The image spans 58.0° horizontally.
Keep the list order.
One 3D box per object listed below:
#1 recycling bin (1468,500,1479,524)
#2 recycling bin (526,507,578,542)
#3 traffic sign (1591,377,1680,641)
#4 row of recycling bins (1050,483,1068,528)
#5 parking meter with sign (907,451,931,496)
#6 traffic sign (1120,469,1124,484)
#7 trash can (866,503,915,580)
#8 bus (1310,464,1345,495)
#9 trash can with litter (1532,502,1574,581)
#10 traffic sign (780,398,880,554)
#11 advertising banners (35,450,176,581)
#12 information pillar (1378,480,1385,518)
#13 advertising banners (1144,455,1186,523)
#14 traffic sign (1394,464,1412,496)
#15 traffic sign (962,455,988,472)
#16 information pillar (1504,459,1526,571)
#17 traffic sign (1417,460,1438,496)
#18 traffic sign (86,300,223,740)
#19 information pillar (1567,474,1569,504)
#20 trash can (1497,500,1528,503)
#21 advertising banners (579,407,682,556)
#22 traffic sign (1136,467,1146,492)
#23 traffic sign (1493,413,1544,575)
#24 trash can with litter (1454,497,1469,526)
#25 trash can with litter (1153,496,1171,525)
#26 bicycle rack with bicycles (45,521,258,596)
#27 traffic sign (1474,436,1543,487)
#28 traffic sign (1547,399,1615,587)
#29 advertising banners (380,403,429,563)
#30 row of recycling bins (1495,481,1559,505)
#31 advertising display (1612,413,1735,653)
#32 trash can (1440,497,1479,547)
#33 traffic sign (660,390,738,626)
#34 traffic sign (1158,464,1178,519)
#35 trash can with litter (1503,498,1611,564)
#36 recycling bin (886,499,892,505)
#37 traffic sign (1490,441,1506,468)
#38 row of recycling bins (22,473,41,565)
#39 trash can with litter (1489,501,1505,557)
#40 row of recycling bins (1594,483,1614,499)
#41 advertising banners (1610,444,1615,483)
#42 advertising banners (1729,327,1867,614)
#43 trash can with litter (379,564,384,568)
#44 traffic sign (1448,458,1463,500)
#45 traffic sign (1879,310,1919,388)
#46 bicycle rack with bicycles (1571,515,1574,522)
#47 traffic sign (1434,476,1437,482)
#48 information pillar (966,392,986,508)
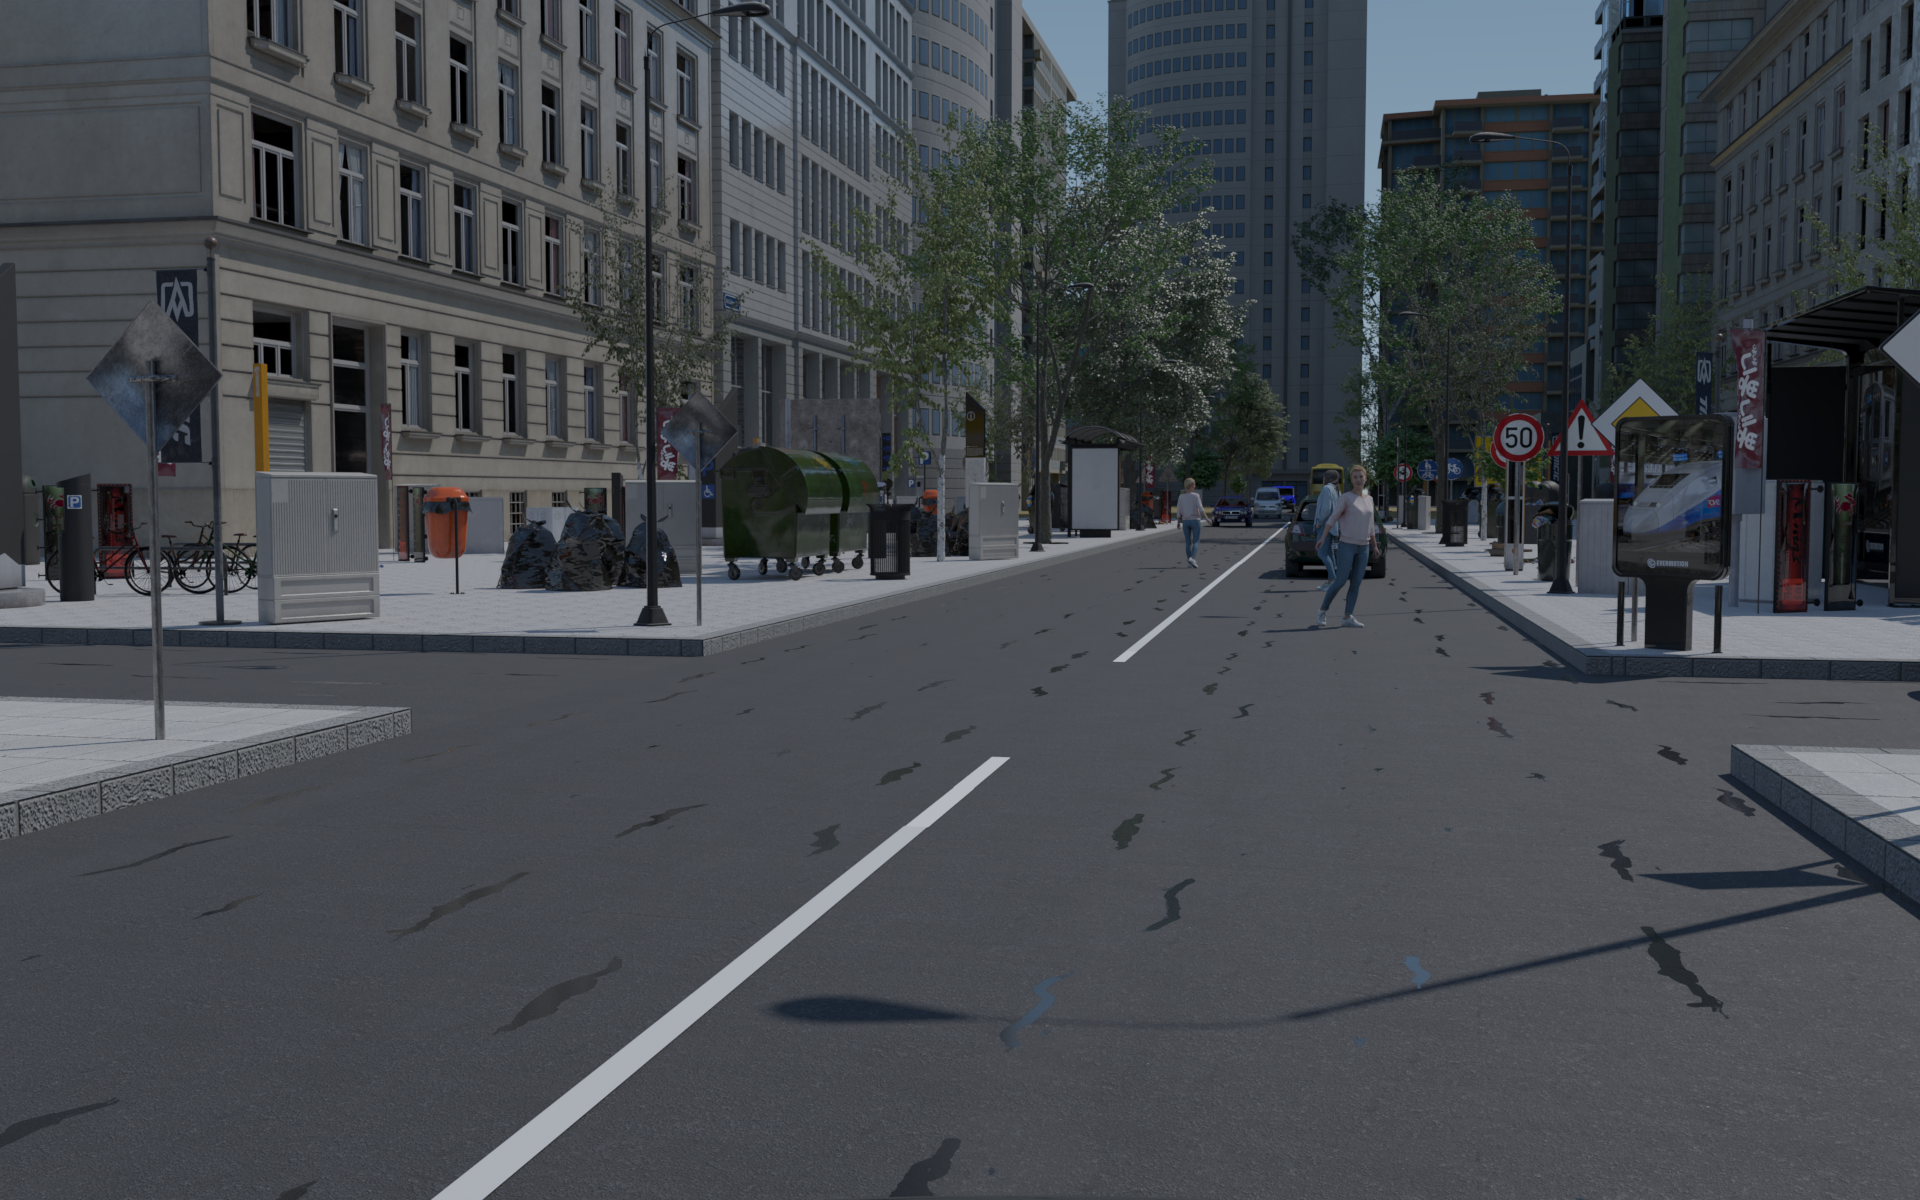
[{"bbox_3d":[22.027,-3.802,74.714,0.722,1.027,0.722,1,4,18],"label":"recycling bin"},{"bbox_3d":[-7.807,-1.263,33.197,0.722,1.027,0.722,3,4,36],"label":"recycling bin"},{"bbox_3d":[5.870,-0.696,15.028,0.795,2.450,0.064,1,4,12],"label":"traffic sign"},{"bbox_3d":[3.933,-3.914,71.110,1.069,1.692,3.534,0,4,7],"label":"row of recycling bins"},{"bbox_3d":[-1.829,-4.498,69.802,0.543,3.016,1.738,2,4,28],"label":"parking meter with sign"},{"bbox_3d":[7.985,-5.304,86.833,0.768,2.556,0.104,1,4,16],"label":"traffic sign"},{"bbox_3d":[-1.051,-0.881,26.058,0.748,1.137,0.748,0,3,0],"label":"trash can"},{"bbox_3d":[29.710,-9.093,140.219,2.896,3.916,12.252,1,4,12],"label":"bus"},{"bbox_3d":[8.766,-0.880,25.781,0.624,1.170,1.055,1,4,10],"label":"trash can with litter"},{"bbox_3d":[-2.802,-2.642,37.069,2.265,3.308,0.079,1,4,16],"label":"traffic sign"},{"bbox_3d":[-12.788,-1.831,26.121,2.074,3.025,0.090,-3,4,-38],"label":"advertising banners"},{"bbox_3d":[20.882,-4.972,85.782,0.304,2.012,0.304,2,4,25],"label":"information pillar"},{"bbox_3d":[9.127,-4.913,76.511,2.074,3.025,0.090,0,4,3],"label":"advertising banners"},{"bbox_3d":[18.557,-4.433,72.591,0.768,2.556,0.104,1,4,16],"label":"traffic sign"},{"bbox_3d":[0.421,-3.070,50.296,0.768,2.556,0.104,1,4,18],"label":"traffic sign"},{"bbox_3d":[9.257,-1.493,28.904,0.304,2.012,0.304,1,4,15],"label":"information pillar"},{"bbox_3d":[17.270,-3.905,63.953,0.768,2.556,0.104,1,4,17],"label":"traffic sign"},{"bbox_3d":[-4.181,-0.327,8.996,0.795,2.450,0.064,1,4,12],"label":"traffic sign"},{"bbox_3d":[21.983,-3.581,63.036,0.304,2.012,0.304,1,4,11],"label":"information pillar"},{"bbox_3d":[13.858,-1.947,43.481,0.748,1.137,0.748,0,3,0],"label":"trash can"},{"bbox_3d":[-6.610,-2.365,34.848,2.074,3.025,0.090,0,4,-1],"label":"advertising banners"},{"bbox_3d":[8.721,-5.012,81.949,0.884,2.594,0.081,1,4,21],"label":"traffic sign"},{"bbox_3d":[8.803,-1.666,27.353,0.768,2.556,0.104,1,4,13],"label":"traffic sign"},{"bbox_3d":[19.920,-3.541,69.289,0.624,1.170,1.055,0,4,-8],"label":"trash can with litter"},{"bbox_3d":[8.061,-3.812,73.387,1.678,1.210,2.233,-3,4,-38],"label":"trash can with litter"},{"bbox_3d":[-9.923,-0.569,22.678,2.925,0.926,2.852,0,4,7],"label":"bicycle rack with bicycles"},{"bbox_3d":[19.011,-4.049,60.071,2.265,3.308,0.079,1,4,18],"label":"traffic sign"},{"bbox_3d":[8.550,-1.462,23.900,0.884,2.594,0.081,1,4,15],"label":"traffic sign"},{"bbox_3d":[-10.613,-2.252,33.005,0.090,3.025,2.074,-3,5,-40],"label":"advertising banners"},{"bbox_3d":[18.066,-2.953,55.399,1.069,1.692,3.534,-1,4,-13],"label":"row of recycling bins"},{"bbox_3d":[5.846,-0.552,14.245,0.123,1.923,0.974,-3,4,-39],"label":"advertising display"},{"bbox_3d":[12.101,-1.876,42.326,0.748,1.137,0.748,0,3,0],"label":"trash can"},{"bbox_3d":[-2.537,-0.805,16.811,0.795,2.450,0.064,1,4,12],"label":"traffic sign"},{"bbox_3d":[8.965,-4.573,74.774,0.884,2.594,0.081,1,4,17],"label":"traffic sign"},{"bbox_3d":[11.108,-1.301,32.330,2.233,1.210,1.678,0,4,1],"label":"trash can with litter"},{"bbox_3d":[-3.644,-4.213,81.444,0.722,1.027,0.722,2,4,25],"label":"recycling bin"},{"bbox_3d":[11.003,-2.115,34.684,0.768,2.556,0.104,1,4,17],"label":"traffic sign"},{"bbox_3d":[-17.553,-1.400,30.002,1.069,1.692,3.534,1,4,16],"label":"row of recycling bins"},{"bbox_3d":[11.317,-1.489,35.736,0.624,1.170,1.055,2,4,33],"label":"trash can with litter"},{"bbox_3d":[24.367,-3.467,63.794,3.534,1.692,1.069,-3,5,-44],"label":"row of recycling bins"},{"bbox_3d":[17.032,-2.857,42.896,2.074,3.025,0.090,0,4,5],"label":"advertising banners"},{"bbox_3d":[9.007,-1.374,18.649,2.074,3.025,0.090,-2,4,-24],"label":"advertising banners"},{"bbox_3d":[-10.807,-1.146,29.790,1.678,1.210,2.233,-1,4,-15],"label":"trash can with litter"},{"bbox_3d":[17.392,-3.744,61.312,0.768,2.556,0.104,1,4,13],"label":"traffic sign"},{"bbox_3d":[4.225,-0.218,7.213,0.795,2.450,0.064,1,4,12],"label":"traffic sign"},{"bbox_3d":[25.076,-3.834,76.062,2.852,0.926,2.925,-1,4,-19],"label":"bicycle rack with bicycles"},{"bbox_3d":[23.766,-5.227,85.563,0.768,2.556,0.104,1,4,16],"label":"traffic sign"},{"bbox_3d":[0.341,-2.947,39.544,0.504,3.616,0.183,2,4,27],"label":"information pillar"}]
